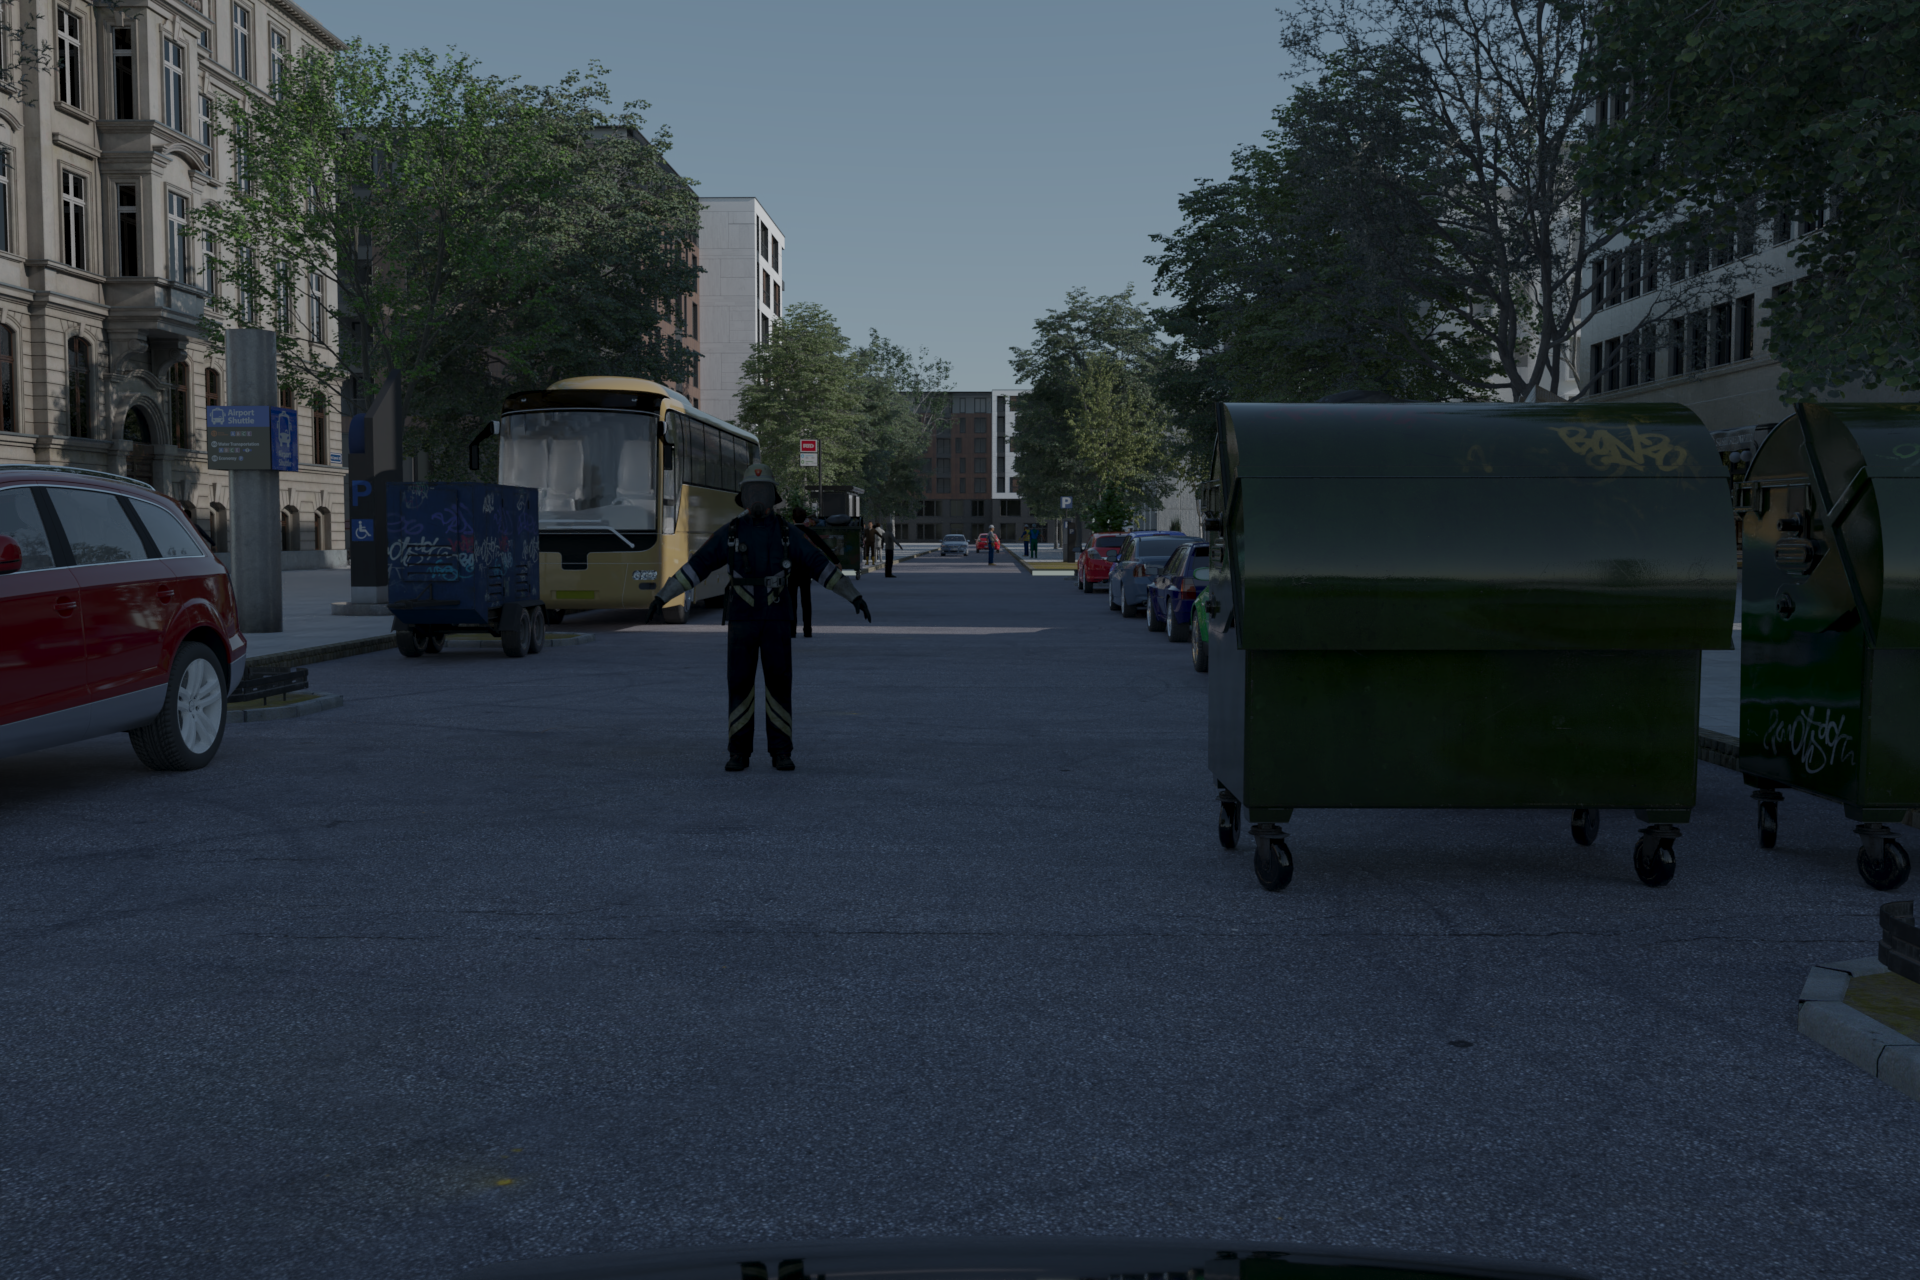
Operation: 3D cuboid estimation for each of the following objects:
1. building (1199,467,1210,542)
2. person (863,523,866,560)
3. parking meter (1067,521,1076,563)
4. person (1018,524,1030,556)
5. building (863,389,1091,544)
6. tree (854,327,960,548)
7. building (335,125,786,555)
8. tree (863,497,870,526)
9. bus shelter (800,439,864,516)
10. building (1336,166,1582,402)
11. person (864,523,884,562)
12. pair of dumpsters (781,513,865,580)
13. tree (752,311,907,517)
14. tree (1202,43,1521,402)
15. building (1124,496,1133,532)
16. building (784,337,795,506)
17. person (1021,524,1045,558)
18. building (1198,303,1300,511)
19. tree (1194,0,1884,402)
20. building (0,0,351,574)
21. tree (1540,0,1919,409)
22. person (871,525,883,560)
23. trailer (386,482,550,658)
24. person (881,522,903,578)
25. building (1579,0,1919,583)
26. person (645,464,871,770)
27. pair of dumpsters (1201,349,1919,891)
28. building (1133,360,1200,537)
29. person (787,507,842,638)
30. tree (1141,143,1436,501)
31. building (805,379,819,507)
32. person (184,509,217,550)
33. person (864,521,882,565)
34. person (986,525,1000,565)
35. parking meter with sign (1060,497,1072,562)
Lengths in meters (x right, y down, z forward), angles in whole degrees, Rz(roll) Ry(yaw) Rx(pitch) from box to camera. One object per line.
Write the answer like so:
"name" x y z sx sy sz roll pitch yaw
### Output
"building" 21.794 -10.459 113.147 9.099 9.664 28.070 0 4 1
"person" -4.725 -4.813 84.627 1.347 1.837 0.705 2 4 30
"parking meter" 4.995 -4.382 77.360 0.399 1.863 0.255 0 4 1
"person" 3.780 -5.717 99.440 0.705 1.833 1.349 2 4 31
"building" 2.273 -25.085 256.568 32.646 21.610 27.936 0 4 0
"tree" -6.018 -18.449 157.523 12.611 20.169 13.585 0 3 0
"building" -26.370 -15.871 103.472 27.936 21.610 32.646 0 4 2
"tree" -7.497 -10.390 120.234 4.360 8.622 3.978 0 3 0
"bus shelter" -5.617 -6.012 75.929 2.179 5.291 8.768 0 4 1
"building" 25.808 -14.631 95.631 16.016 20.090 11.380 0 4 1
"person" -3.744 -4.470 79.270 1.347 1.806 0.705 0 4 -3
"pair of dumpsters" -5.212 -3.011 54.183 4.436 2.255 1.574 0 4 1
"tree" -7.466 -11.750 98.770 9.857 13.997 8.962 0 3 0
"tree" 9.229 -7.524 41.142 7.486 12.596 7.792 0 3 0
"building" 24.942 -17.377 226.264 9.099 9.664 28.070 0 4 1
"building" -22.451 -18.613 135.244 19.493 23.208 18.063 0 4 2
"person" 3.880 -5.204 91.214 1.347 1.817 0.704 -1 4 -22
"building" 24.969 -17.502 142.576 16.016 20.090 11.380 0 4 1
"tree" 9.433 -7.219 28.405 12.009 13.543 11.850 0 3 0
"building" -28.699 -14.021 48.329 14.460 24.649 34.723 0 4 1
"tree" 9.314 -6.584 14.297 9.857 13.997 8.962 0 3 0
"person" -4.246 -4.844 85.924 1.216 1.740 0.721 0 4 -5
"trailer" -5.771 -0.773 19.688 1.471 1.999 3.904 0 4 1
"person" -2.298 -2.960 56.978 0.705 1.813 1.348 -2 4 -32
"building" 29.749 -14.458 38.553 24.374 26.755 37.873 0 4 1
"person" -1.219 -0.140 10.519 1.354 1.856 0.705 0 4 -5
"pair of dumpsters" 3.264 -0.150 7.403 4.436 2.255 1.574 0 4 1
"building" 28.071 -19.464 184.695 16.747 18.905 31.486 0 4 1
"person" -2.240 -0.938 23.981 1.347 1.806 0.705 -2 4 -24
"tree" 10.427 -9.095 55.356 9.857 13.997 8.962 0 3 0
"building" -24.550 -20.071 194.623 16.747 18.905 31.486 0 4 1
"person" -16.843 -1.940 37.761 1.345 1.823 0.704 -3 5 -45
"person" -3.719 -4.010 71.699 1.346 1.812 0.704 0 4 6
"person" 1.456 -4.329 79.091 0.705 1.847 1.347 -1 4 -22
"parking meter with sign" 4.925 -5.108 79.778 0.543 3.016 1.738 0 4 1
